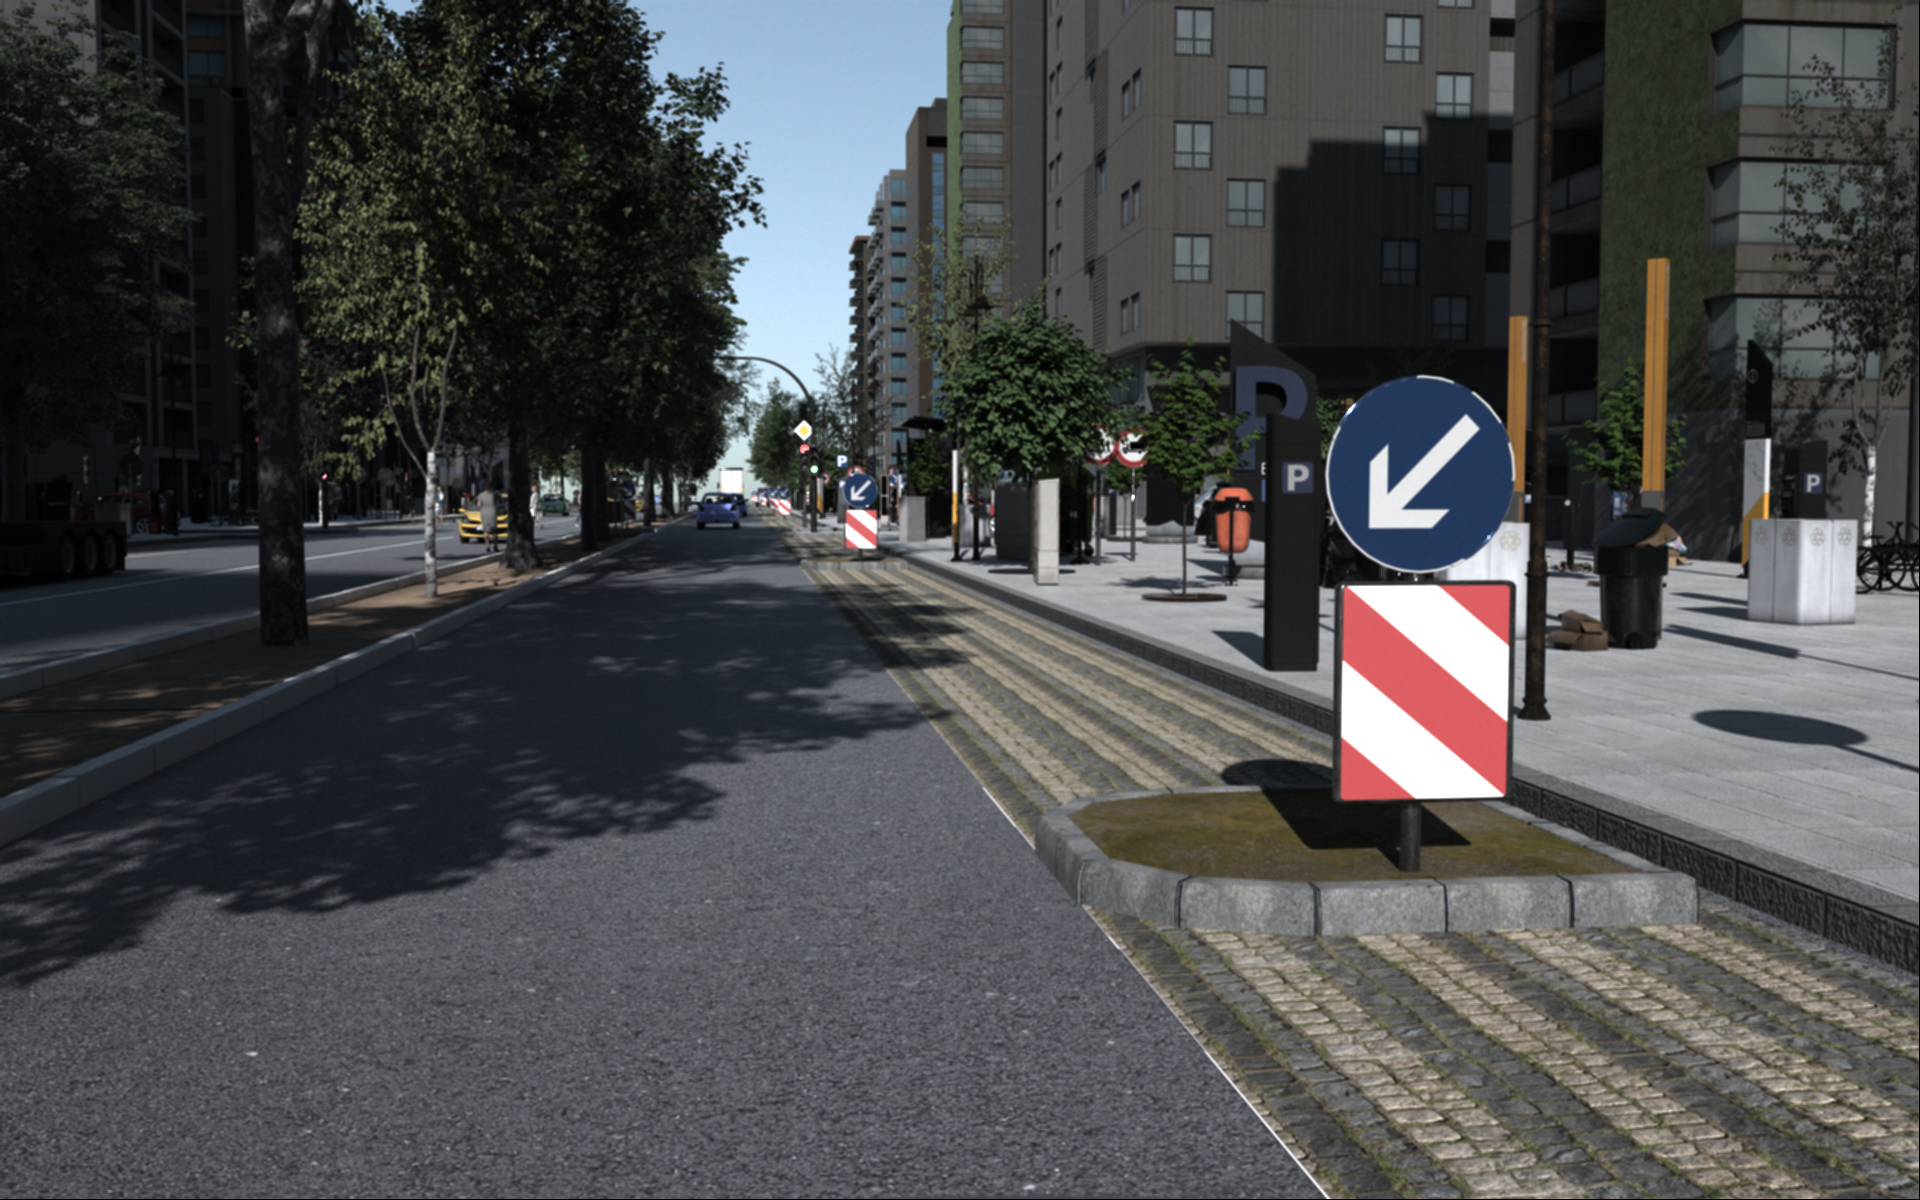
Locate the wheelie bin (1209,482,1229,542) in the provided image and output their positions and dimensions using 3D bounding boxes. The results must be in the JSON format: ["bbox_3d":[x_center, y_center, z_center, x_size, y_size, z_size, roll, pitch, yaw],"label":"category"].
[{"bbox_3d":[7.126,-2.359,46.482,0.693,1.594,0.980,-3,4,-36],"label":"wheelie bin"}]

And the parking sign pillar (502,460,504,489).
[{"bbox_3d":[-36.669,-9.063,136.645,1.447,3.967,1.447,0,4,-6],"label":"parking sign pillar"}]

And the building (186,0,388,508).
[{"bbox_3d":[-62.256,-30.195,148.319,22.147,44.769,28.867,0,4,-7],"label":"building"}]

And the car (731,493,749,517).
[{"bbox_3d":[-14.551,-6.221,111.309,1.945,1.707,3.694,0,4,-6],"label":"car"}]

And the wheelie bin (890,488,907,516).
[{"bbox_3d":[-3.198,-5.096,91.225,0.693,1.594,0.980,3,5,43],"label":"wheelie bin"}]

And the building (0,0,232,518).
[{"bbox_3d":[-53.084,-40.255,96.415,20.563,71.187,20.611,0,4,-7],"label":"building"}]

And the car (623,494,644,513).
[{"bbox_3d":[-25.472,-7.628,134.939,2.015,1.641,3.980,0,4,-6],"label":"car"}]

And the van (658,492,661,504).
[{"bbox_3d":[-42.698,-14.899,250.617,2.013,2.044,4.112,0,4,-8],"label":"van"}]

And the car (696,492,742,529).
[{"bbox_3d":[-10.019,-3.812,71.913,1.945,1.707,3.694,0,4,-6],"label":"car"}]

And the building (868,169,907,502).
[{"bbox_3d":[-1.942,-38.950,256.443,23.786,49.044,30.456,0,4,-7],"label":"building"}]

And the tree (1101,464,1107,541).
[{"bbox_3d":[4.447,-3.223,47.293,1.663,3.219,1.824,0,3,0],"label":"tree"}]

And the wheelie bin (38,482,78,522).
[{"bbox_3d":[-24.035,-2.343,46.213,0.980,1.594,0.693,-1,4,-15],"label":"wheelie bin"}]

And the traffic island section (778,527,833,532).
[{"bbox_3d":[-5.883,-2.665,65.859,2.009,0.180,2.903,0,4,-7],"label":"traffic island section"}]

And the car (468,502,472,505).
[{"bbox_3d":[-23.062,-4.471,85.095,2.014,1.417,4.499,0,4,-6],"label":"car"}]

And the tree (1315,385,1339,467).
[{"bbox_3d":[10.186,-4.053,49.973,4.285,4.588,4.351,0,3,0],"label":"tree"}]

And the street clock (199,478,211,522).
[{"bbox_3d":[-34.155,-4.517,78.431,0.471,2.002,0.358,-3,4,-37],"label":"street clock"}]

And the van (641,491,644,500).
[{"bbox_3d":[-41.867,-13.736,231.592,2.013,2.044,4.112,-1,4,-8],"label":"van"}]

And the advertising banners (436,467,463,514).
[{"bbox_3d":[-32.850,-7.018,110.930,2.074,3.025,0.090,-3,5,-43],"label":"advertising banners"}]

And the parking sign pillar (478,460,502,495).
[{"bbox_3d":[-36.618,-8.909,134.141,1.447,3.967,1.447,0,4,4],"label":"parking sign pillar"}]

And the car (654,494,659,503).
[{"bbox_3d":[-45.642,-15.265,259.173,1.945,1.707,3.694,0,4,-8],"label":"car"}]

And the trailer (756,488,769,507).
[{"bbox_3d":[-19.202,-9.899,168.898,1.471,1.999,3.904,-1,4,-8],"label":"trailer"}]

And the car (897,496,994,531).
[{"bbox_3d":[-0.058,-3.302,63.020,4.494,1.783,2.155,0,4,-8],"label":"car"}]

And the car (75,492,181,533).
[{"bbox_3d":[-29.530,-3.125,60.128,4.494,1.783,2.155,0,4,-7],"label":"car"}]

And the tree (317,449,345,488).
[{"bbox_3d":[-43.950,-8.356,120.330,4.285,4.588,4.351,0,3,0],"label":"tree"}]

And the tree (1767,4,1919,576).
[{"bbox_3d":[14.549,-4.696,27.135,4.360,8.622,3.978,0,3,0],"label":"tree"}]

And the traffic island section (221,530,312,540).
[{"bbox_3d":[-22.323,-2.045,55.724,2.009,0.180,2.903,0,4,-7],"label":"traffic island section"}]

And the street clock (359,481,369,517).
[{"bbox_3d":[-32.645,-5.524,94.894,0.471,2.002,0.358,1,4,19],"label":"street clock"}]

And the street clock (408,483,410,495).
[{"bbox_3d":[-36.321,-6.675,113.707,0.358,2.002,0.471,2,4,31],"label":"street clock"}]

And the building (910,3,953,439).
[{"bbox_3d":[7.530,-52.693,174.194,22.319,86.520,31.000,0,4,-7],"label":"building"}]

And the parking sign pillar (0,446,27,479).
[{"bbox_3d":[-46.609,-5.912,85.130,1.447,3.967,1.447,-1,4,-13],"label":"parking sign pillar"}]

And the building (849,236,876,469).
[{"bbox_3d":[-6.974,-38.695,287.292,22.147,44.769,28.867,0,4,-7],"label":"building"}]

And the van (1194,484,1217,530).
[{"bbox_3d":[9.543,-3.465,63.670,4.112,2.044,2.013,0,4,-6],"label":"van"}]

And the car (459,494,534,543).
[{"bbox_3d":[-13.806,-2.534,51.662,2.015,1.641,3.980,0,4,-5],"label":"car"}]

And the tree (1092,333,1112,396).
[{"bbox_3d":[5.180,-7.920,79.858,4.737,8.622,4.395,0,3,0],"label":"tree"}]

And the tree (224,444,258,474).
[{"bbox_3d":[-46.896,-7.926,113.311,4.285,4.588,4.351,0,3,0],"label":"tree"}]

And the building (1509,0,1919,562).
[{"bbox_3d":[20.548,-21.740,39.038,14.154,41.232,14.086,0,4,-7],"label":"building"}]

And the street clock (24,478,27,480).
[{"bbox_3d":[-41.934,-4.468,77.626,0.358,2.002,0.471,-2,4,-34],"label":"street clock"}]

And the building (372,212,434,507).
[{"bbox_3d":[-60.412,-24.420,170.966,14.160,30.474,14.107,0,4,-7],"label":"building"}]

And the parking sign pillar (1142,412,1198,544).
[{"bbox_3d":[5.492,-3.470,45.199,1.447,3.967,1.447,-3,5,-44],"label":"parking sign pillar"}]

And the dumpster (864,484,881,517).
[{"bbox_3d":[-5.040,-5.670,95.202,1.502,2.255,1.985,0,4,-7],"label":"dumpster"}]

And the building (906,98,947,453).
[{"bbox_3d":[1.422,-33.474,197.416,14.600,45.320,14.200,0,4,-7],"label":"building"}]

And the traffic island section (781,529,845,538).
[{"bbox_3d":[-4.872,-2.181,57.938,2.009,0.180,2.903,0,4,-7],"label":"traffic island section"}]

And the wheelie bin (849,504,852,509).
[{"bbox_3d":[-8.062,-7.238,126.249,0.980,1.594,0.693,-1,4,-17],"label":"wheelie bin"}]

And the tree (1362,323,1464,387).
[{"bbox_3d":[19.382,-7.555,73.890,4.737,8.622,4.395,0,3,0],"label":"tree"}]

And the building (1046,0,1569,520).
[{"bbox_3d":[20.011,-31.101,97.746,27.495,52.752,28.713,0,4,-7],"label":"building"}]

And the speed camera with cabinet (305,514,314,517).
[{"bbox_3d":[-37.004,-6.369,98.469,0.660,3.252,2.038,-1,4,-14],"label":"speed camera with cabinet"}]

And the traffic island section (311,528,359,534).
[{"bbox_3d":[-23.334,-2.530,63.646,2.009,0.180,2.903,0,4,-7],"label":"traffic island section"}]

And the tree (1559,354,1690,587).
[{"bbox_3d":[9.158,-1.800,24.037,1.663,3.219,1.824,0,3,0],"label":"tree"}]

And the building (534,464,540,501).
[{"bbox_3d":[-72.836,-30.288,266.910,14.160,30.474,14.107,0,4,-7],"label":"building"}]

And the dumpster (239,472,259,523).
[{"bbox_3d":[-31.574,-4.556,76.978,1.502,2.255,1.985,0,4,-7],"label":"dumpster"}]

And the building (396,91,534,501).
[{"bbox_3d":[-72.967,-42.976,244.649,21.231,58.520,28.212,0,4,-7],"label":"building"}]

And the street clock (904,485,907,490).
[{"bbox_3d":[-4.292,-8.227,139.089,0.358,2.002,0.471,2,4,29],"label":"street clock"}]

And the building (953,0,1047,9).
[{"bbox_3d":[6.226,-27.575,134.454,14.154,41.232,14.086,0,4,-7],"label":"building"}]

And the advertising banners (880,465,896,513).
[{"bbox_3d":[-4.859,-6.622,104.455,2.074,3.025,0.090,-1,4,-12],"label":"advertising banners"}]

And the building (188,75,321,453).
[{"bbox_3d":[-54.512,-21.486,122.992,14.160,30.474,14.107,0,4,-7],"label":"building"}]

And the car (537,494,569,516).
[{"bbox_3d":[-26.451,-6.167,112.622,2.131,1.459,4.920,-1,4,-9],"label":"car"}]

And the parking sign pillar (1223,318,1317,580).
[{"bbox_3d":[4.773,-2.323,26.456,1.447,3.967,1.447,0,4,7],"label":"parking sign pillar"}]
